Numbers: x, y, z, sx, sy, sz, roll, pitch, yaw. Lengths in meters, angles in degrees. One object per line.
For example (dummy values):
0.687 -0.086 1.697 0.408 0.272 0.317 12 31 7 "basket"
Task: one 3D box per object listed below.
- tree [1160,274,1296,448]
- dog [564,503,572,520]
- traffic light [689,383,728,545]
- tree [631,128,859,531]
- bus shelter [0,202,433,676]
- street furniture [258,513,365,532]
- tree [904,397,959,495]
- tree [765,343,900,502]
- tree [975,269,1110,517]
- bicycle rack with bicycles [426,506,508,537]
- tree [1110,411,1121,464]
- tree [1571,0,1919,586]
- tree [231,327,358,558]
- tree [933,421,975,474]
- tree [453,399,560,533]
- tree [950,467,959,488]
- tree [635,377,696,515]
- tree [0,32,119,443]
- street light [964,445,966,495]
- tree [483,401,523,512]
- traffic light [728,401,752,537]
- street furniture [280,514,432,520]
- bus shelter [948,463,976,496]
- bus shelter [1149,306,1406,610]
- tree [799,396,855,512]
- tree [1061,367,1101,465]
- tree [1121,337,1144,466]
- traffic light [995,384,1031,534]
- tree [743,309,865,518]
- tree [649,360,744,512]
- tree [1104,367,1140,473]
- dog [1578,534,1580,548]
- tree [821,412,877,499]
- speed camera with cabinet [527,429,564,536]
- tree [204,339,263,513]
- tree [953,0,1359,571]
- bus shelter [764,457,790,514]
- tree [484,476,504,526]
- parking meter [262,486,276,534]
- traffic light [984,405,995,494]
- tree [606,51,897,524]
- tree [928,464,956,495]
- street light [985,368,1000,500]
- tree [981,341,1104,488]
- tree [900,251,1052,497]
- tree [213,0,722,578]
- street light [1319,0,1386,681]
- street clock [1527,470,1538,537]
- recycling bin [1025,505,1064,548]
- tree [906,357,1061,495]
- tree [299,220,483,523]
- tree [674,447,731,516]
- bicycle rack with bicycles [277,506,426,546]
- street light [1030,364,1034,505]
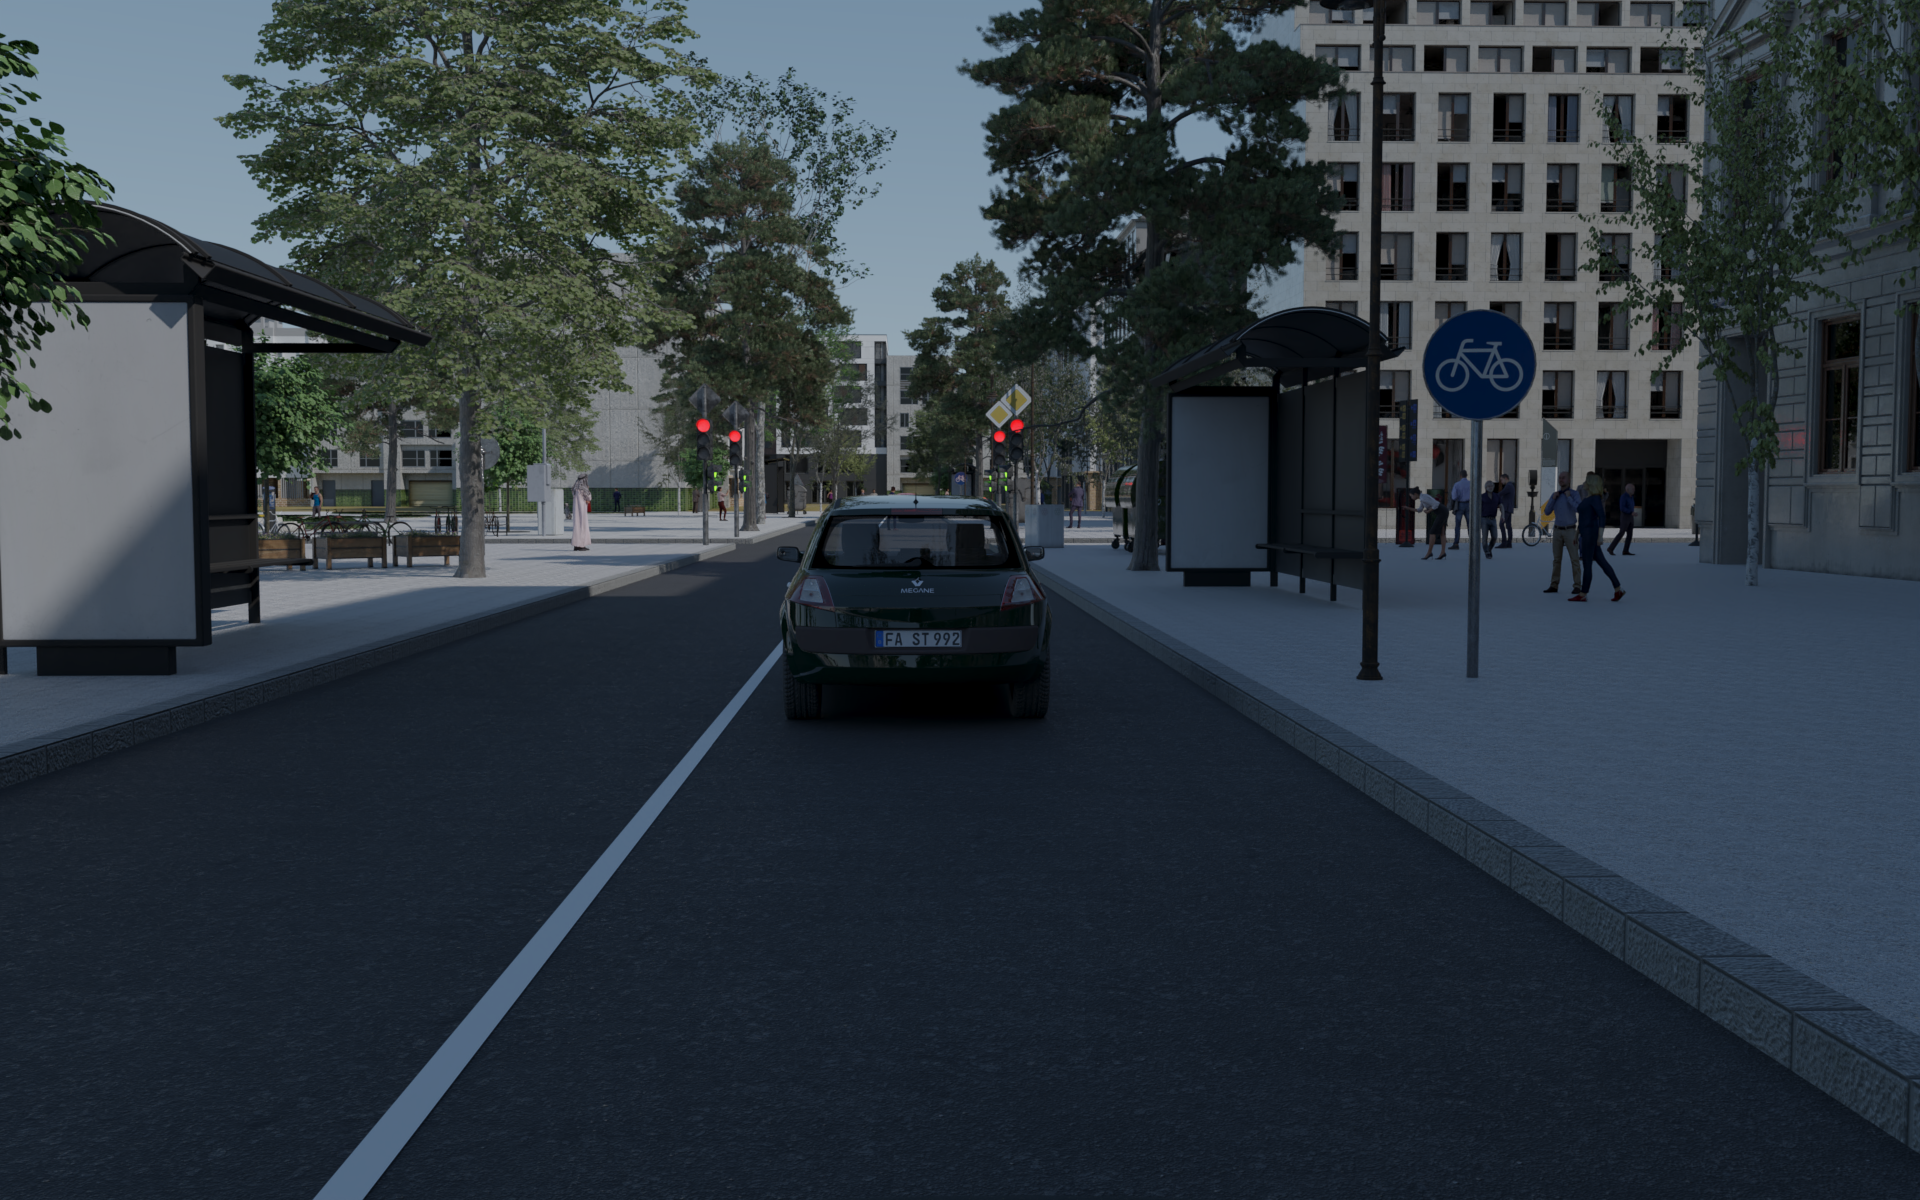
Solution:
9.007 -6.533 57.178 4.360 8.622 3.978 0 3 0 "tree"
-19.835 -4.464 87.366 0.513 0.831 0.800 0 4 5 "dog"
-6.363 -3.310 43.356 0.839 4.213 0.868 0 4 -2 "traffic light"
-7.452 -9.292 59.339 7.806 13.903 7.818 0 3 0 "tree"
-6.207 -1.270 14.684 2.014 3.302 5.546 0 4 -2 "bus shelter"
-24.615 -2.752 60.626 5.734 0.657 10.072 0 4 5 "street furniture"
-2.851 -17.076 197.319 7.486 12.596 7.792 0 3 0 "tree"
-9.806 -13.717 134.638 12.009 13.543 11.850 0 3 0 "tree"
2.586 -6.487 56.424 4.360 8.622 3.978 0 3 0 "tree"
-14.893 -2.381 52.304 2.852 0.926 2.925 0 4 -5 "bicycle rack with bicycles"
8.782 -7.488 72.797 4.360 8.622 3.978 0 3 0 "tree"
10.840 -4.502 23.973 4.737 8.622 4.395 0 3 0 "tree"
-13.683 -3.087 34.194 4.285 4.588 4.351 0 3 0 "tree"
-0.334 -11.961 145.922 4.360 8.622 3.978 0 3 0 "tree"
-15.081 -4.542 57.975 4.285 4.588 4.351 0 3 0 "tree"
-0.263 -7.762 121.508 1.663 3.219 1.824 0 3 0 "tree"
-17.405 -9.510 105.858 4.360 8.622 3.978 0 3 0 "tree"
-6.400 -1.574 9.453 4.285 4.588 4.351 0 3 0 "tree"
0.280 -7.474 94.981 0.468 5.910 1.993 0 4 -2 "street light"
-32.454 -10.495 121.955 4.737 8.622 4.395 0 3 0 "tree"
-6.617 -3.798 51.337 0.839 4.213 0.868 0 4 -2 "traffic light"
-42.206 -5.200 90.051 27.439 1.986 14.083 -1 4 -12 "street furniture"
0.224 -7.453 115.785 2.014 3.302 5.546 0 4 -2 "bus shelter"
3.715 -1.684 21.457 2.014 3.302 5.546 0 4 -2 "bus shelter"
-9.619 -10.442 121.085 4.360 8.622 3.978 0 3 0 "tree"
5.922 -11.281 118.863 8.767 10.594 7.601 0 4 5 "tree"
8.227 -6.938 63.792 4.360 8.622 3.978 0 3 0 "tree"
1.394 -3.326 43.618 0.839 4.213 0.868 0 4 -2 "traffic light"
-8.885 -10.233 93.066 9.928 11.665 9.643 0 3 0 "tree"
-18.326 -12.235 122.095 6.751 12.117 7.091 0 3 0 "tree"
8.082 -8.477 88.956 4.737 8.622 4.395 0 3 0 "tree"
14.418 -1.599 40.522 0.800 0.831 0.513 -1 4 -13 "dog"
-10.634 -12.209 149.983 4.737 8.622 4.395 0 3 0 "tree"
-12.736 -3.599 53.179 0.660 3.252 2.038 0 4 3 "speed camera with cabinet"
-57.939 -13.336 119.863 18.604 14.587 13.155 -1 4 -21 "tree"
3.210 -6.531 28.835 6.751 12.117 7.091 0 3 0 "tree"
-12.258 -7.502 113.932 1.731 3.624 6.357 0 4 -2 "bus shelter"
-19.161 -4.611 69.993 1.663 3.219 1.824 0 3 0 "tree"
-21.640 -2.805 54.266 0.372 1.533 0.369 0 3 0 "parking meter"
1.140 -3.814 51.599 0.839 4.213 0.868 0 4 -2 "traffic light"
-9.189 -13.373 74.541 12.611 20.169 13.585 0 3 0 "tree"
-1.576 -11.945 179.013 4.285 4.588 4.351 0 3 0 "tree"
1.176 -5.553 63.587 0.468 5.910 1.993 0 4 -2 "street light"
3.097 -7.434 71.912 4.737 8.622 4.395 0 3 0 "tree"
0.786 -11.130 89.392 7.806 13.903 7.818 0 3 0 "tree"
-7.504 -6.640 26.689 7.486 12.596 7.792 0 3 0 "tree"
2.838 -2.387 11.819 0.468 5.910 1.993 0 4 -2 "street light"
17.053 -2.877 51.601 0.358 2.002 0.471 1 4 13 "street clock"
2.018 -1.762 41.359 0.722 1.027 0.722 -2 4 -25 "recycling bin"
1.293 -10.566 107.166 7.601 10.594 8.767 -1 4 -12 "tree"
-25.157 -10.353 76.686 7.806 13.903 7.818 0 3 0 "tree"
-14.929 -7.160 100.778 4.285 4.588 4.351 0 3 0 "tree"
-14.628 -1.726 41.600 2.925 0.926 2.852 0 4 -8 "bicycle rack with bicycles"
1.804 -4.307 43.209 0.468 5.910 1.993 0 4 -2 "street light"
